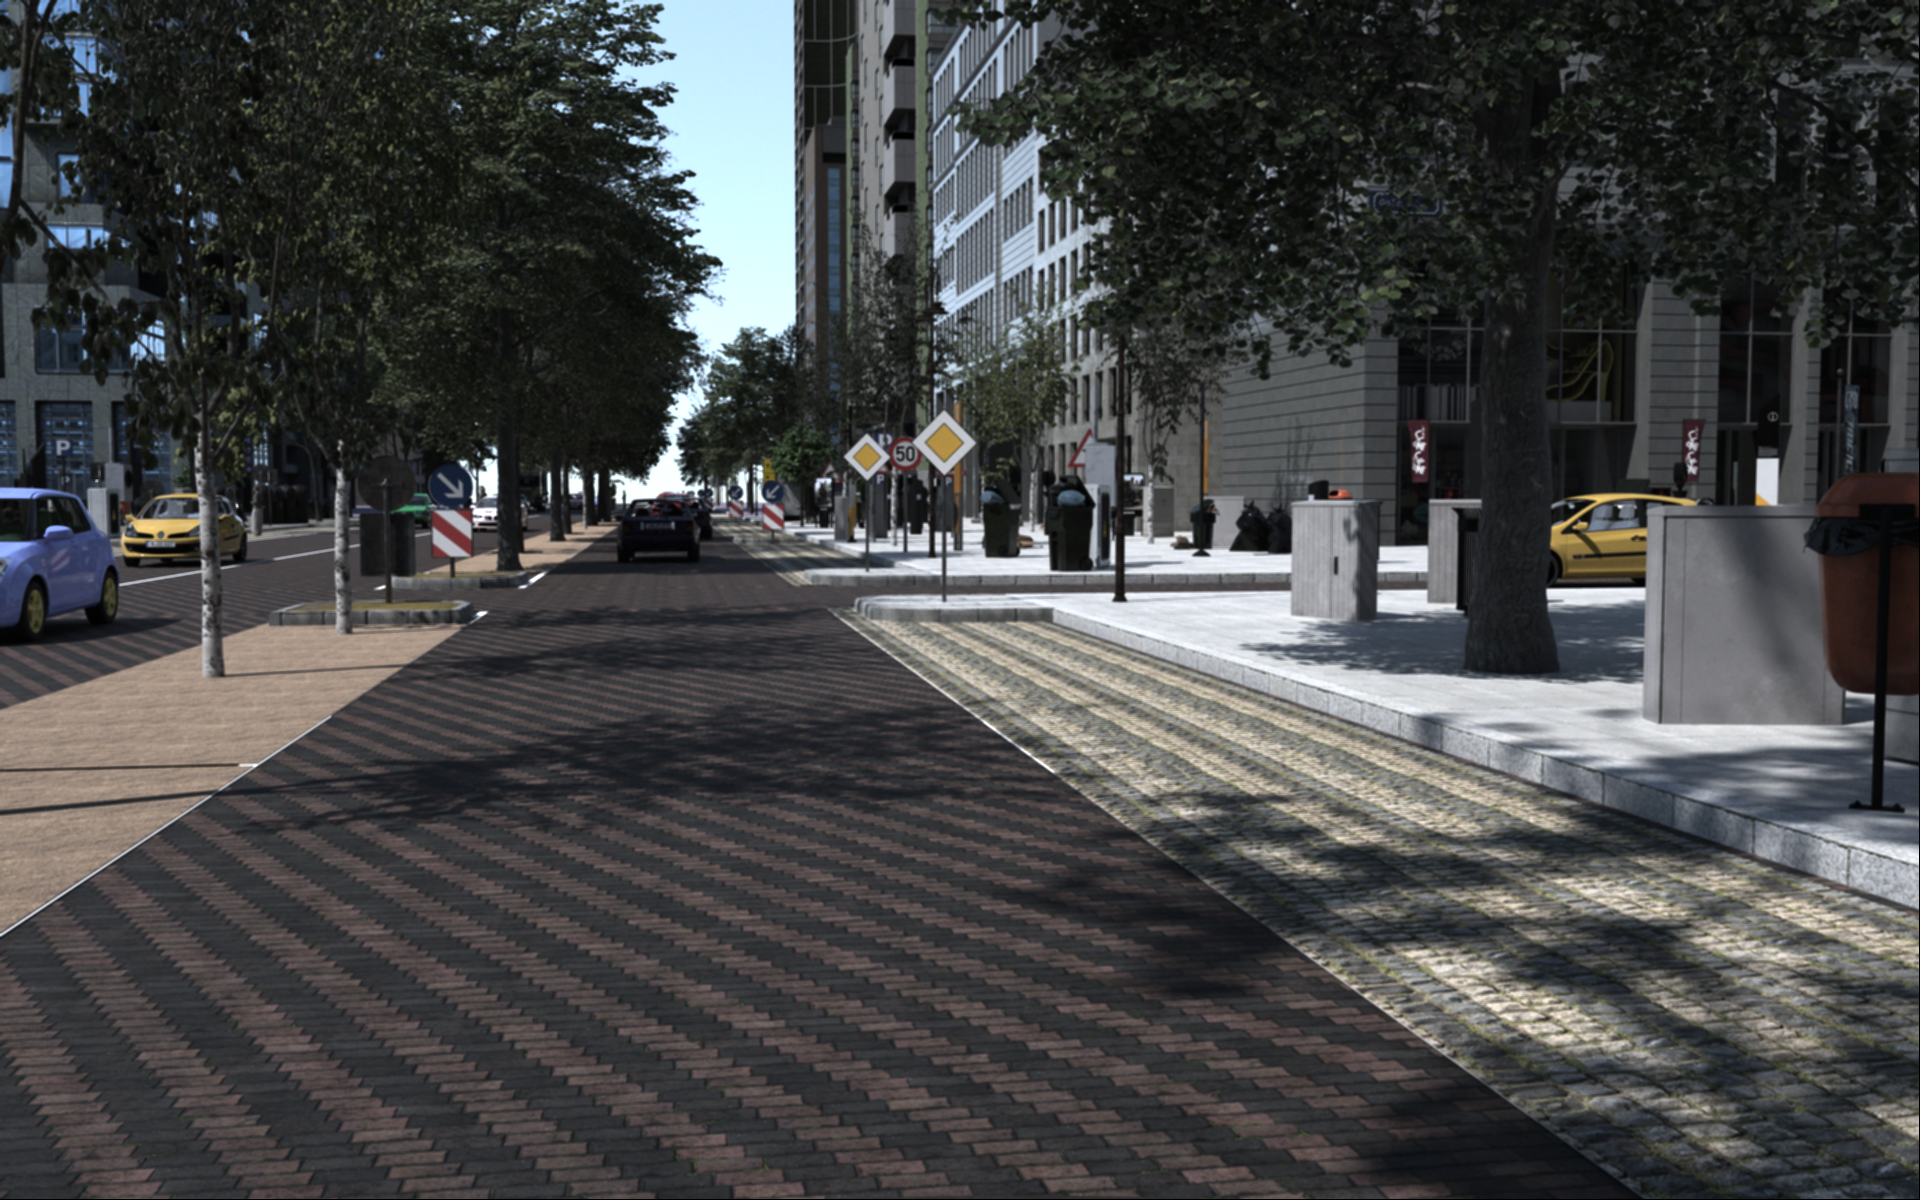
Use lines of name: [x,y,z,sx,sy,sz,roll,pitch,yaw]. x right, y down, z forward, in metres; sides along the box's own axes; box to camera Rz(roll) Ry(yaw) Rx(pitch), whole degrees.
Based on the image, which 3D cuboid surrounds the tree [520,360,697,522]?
tree: [-18.222,-10.301,87.885,9.611,12.733,9.660,0,3,0]

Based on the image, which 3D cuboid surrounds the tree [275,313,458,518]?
tree: [-33.247,-10.303,94.216,9.928,11.665,9.643,0,3,0]

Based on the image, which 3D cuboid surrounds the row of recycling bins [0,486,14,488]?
row of recycling bins: [-50.582,-5.208,92.265,1.069,1.692,3.534,0,4,2]

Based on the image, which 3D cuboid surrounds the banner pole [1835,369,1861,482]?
banner pole: [17.795,-2.741,34.838,0.863,3.779,0.401,-2,4,-29]

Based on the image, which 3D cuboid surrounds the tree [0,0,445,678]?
tree: [-5.759,-3.681,12.998,4.360,8.622,3.978,0,3,0]

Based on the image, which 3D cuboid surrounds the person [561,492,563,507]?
person: [-44.012,-11.130,191.297,1.217,1.723,0.721,3,5,42]

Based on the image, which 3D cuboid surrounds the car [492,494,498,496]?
car: [-28.905,-5.974,109.473,2.131,1.459,4.920,-1,4,-10]

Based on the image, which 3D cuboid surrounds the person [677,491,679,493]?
person: [-40.435,-14.664,248.243,1.348,1.826,0.705,3,5,40]

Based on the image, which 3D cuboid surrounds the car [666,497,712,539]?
car: [-9.000,-2.673,56.283,1.945,1.354,3.894,-1,4,-11]

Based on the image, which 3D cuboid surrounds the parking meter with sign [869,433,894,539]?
parking meter with sign: [-2.343,-3.298,50.189,0.543,3.016,1.738,-1,4,-14]

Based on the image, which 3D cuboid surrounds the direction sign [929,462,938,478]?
direction sign: [-1.129,-5.783,86.543,0.876,3.537,0.379,-2,4,-27]

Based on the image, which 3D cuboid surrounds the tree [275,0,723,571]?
tree: [-8.229,-6.781,31.448,7.486,12.596,7.792,0,3,0]

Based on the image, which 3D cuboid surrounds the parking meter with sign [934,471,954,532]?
parking meter with sign: [-0.486,-3.818,58.686,0.543,3.016,1.738,-1,4,-20]

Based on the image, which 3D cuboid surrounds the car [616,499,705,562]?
car: [-6.559,-1.547,37.878,1.945,1.354,3.894,-1,4,-8]

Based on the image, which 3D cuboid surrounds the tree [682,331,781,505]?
tree: [-26.792,-21.038,199.866,12.611,20.169,13.585,0,3,0]

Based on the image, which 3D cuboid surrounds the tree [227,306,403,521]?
tree: [-30.264,-8.972,81.105,7.601,10.594,8.767,3,5,44]

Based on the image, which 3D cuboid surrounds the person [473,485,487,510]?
person: [-20.356,-3.979,73.734,0.728,1.800,0.709,1,4,22]

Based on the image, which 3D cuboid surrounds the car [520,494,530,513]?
car: [-33.590,-7.294,131.053,2.131,1.459,4.920,-1,4,-9]

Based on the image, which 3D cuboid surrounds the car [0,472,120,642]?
car: [-9.982,-0.498,17.735,1.945,1.707,3.694,-1,4,-10]

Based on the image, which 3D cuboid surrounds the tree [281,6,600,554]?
tree: [-10.766,-7.876,41.602,12.009,13.543,11.850,0,3,0]

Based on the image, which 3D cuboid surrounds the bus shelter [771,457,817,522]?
bus shelter: [-7.558,-5.249,79.739,2.014,3.302,5.546,-1,4,-9]

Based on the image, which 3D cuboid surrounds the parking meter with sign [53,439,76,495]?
parking meter with sign: [-28.686,-3.636,55.701,0.543,3.016,1.738,-1,4,-20]

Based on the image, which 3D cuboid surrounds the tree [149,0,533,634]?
tree: [-6.351,-3.962,17.604,4.737,8.622,4.395,0,3,0]

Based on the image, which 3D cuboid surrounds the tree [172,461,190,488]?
tree: [-41.530,-6.030,93.197,1.663,3.219,1.824,0,3,0]

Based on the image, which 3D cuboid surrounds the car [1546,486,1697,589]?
car: [9.721,-1.013,26.792,3.980,1.641,2.015,-1,4,-9]

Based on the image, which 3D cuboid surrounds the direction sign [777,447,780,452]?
direction sign: [-8.535,-5.610,83.723,0.876,3.537,0.379,3,5,40]

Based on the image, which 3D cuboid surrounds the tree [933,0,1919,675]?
tree: [3.913,-6.458,12.250,9.857,13.997,8.962,0,3,0]

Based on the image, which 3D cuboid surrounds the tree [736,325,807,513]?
tree: [-13.658,-12.125,116.373,7.486,12.596,7.792,0,3,0]

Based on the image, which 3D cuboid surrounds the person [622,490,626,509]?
person: [-32.921,-9.854,169.702,0.705,1.814,1.350,0,4,0]

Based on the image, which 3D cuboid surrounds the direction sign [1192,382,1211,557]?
direction sign: [4.981,-2.669,35.639,0.379,3.537,0.876,0,4,5]

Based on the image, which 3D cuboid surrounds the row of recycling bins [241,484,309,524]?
row of recycling bins: [-29.417,-4.144,74.861,1.069,1.692,3.534,1,4,11]

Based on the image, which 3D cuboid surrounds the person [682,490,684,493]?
person: [-30.605,-11.214,191.814,0.705,1.831,1.348,-2,4,-30]

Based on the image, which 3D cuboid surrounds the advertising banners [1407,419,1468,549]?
advertising banners: [11.394,-2.688,40.143,2.074,3.025,0.090,2,4,25]

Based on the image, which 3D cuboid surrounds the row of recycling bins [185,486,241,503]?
row of recycling bins: [-38.182,-4.974,88.446,3.534,1.692,1.069,1,4,19]

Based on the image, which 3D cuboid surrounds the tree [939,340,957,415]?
tree: [1.198,-7.436,71.943,4.737,8.622,4.395,0,3,0]

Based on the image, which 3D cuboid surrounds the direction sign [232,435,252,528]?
direction sign: [-27.500,-4.549,66.377,0.876,3.537,0.379,1,4,16]

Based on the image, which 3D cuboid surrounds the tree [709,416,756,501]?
tree: [-19.248,-12.043,147.259,4.360,8.622,3.978,0,3,0]

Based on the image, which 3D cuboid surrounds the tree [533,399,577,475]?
tree: [-16.618,-10.298,77.482,9.857,13.997,8.962,0,3,0]

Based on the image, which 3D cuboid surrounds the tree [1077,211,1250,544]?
tree: [5.164,-5.755,44.451,4.360,8.622,3.978,0,3,0]

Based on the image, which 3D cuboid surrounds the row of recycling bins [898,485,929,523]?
row of recycling bins: [-2.460,-4.340,78.076,1.069,1.692,3.534,-2,4,-26]

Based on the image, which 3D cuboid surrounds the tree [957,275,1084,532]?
tree: [2.370,-6.615,58.525,4.737,8.622,4.395,0,3,0]

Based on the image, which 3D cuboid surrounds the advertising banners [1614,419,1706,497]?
advertising banners: [16.362,-2.711,40.513,2.074,3.025,0.090,0,4,1]

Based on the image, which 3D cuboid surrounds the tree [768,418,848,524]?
tree: [-6.581,-5.590,75.111,4.285,4.588,4.351,0,3,0]

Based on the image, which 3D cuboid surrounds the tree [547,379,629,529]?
tree: [-15.100,-7.140,69.551,4.360,8.622,3.978,0,3,0]

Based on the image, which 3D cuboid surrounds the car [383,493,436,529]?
car: [-23.063,-3.908,72.686,1.959,1.807,4.718,-1,4,-11]

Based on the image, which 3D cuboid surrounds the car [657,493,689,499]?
car: [-12.347,-4.012,74.632,2.155,1.783,4.494,-1,4,-11]

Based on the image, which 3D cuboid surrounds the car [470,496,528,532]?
car: [-17.776,-3.333,66.858,2.083,1.381,4.827,-1,4,-9]

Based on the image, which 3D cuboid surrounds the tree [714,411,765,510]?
tree: [-16.477,-11.289,134.939,4.737,8.622,4.395,0,3,0]

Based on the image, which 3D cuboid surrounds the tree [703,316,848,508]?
tree: [-9.250,-9.540,90.390,7.601,10.594,8.767,-1,4,-10]

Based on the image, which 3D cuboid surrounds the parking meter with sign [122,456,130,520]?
parking meter with sign: [-37.933,-5.022,78.366,1.738,3.016,0.543,2,4,26]

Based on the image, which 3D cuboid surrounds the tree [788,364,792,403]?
tree: [-3.834,-6.541,57.306,4.360,8.622,3.978,0,3,0]

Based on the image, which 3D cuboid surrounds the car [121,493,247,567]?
car: [-15.902,-1.551,35.577,2.015,1.641,3.980,-1,4,-11]

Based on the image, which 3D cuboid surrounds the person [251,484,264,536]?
person: [-23.834,-3.036,58.687,0.362,1.759,0.519,1,4,10]

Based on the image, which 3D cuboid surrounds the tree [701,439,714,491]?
tree: [-25.631,-14.412,185.993,4.737,8.622,4.395,0,3,0]

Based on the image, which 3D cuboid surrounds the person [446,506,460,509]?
person: [-13.111,-2.213,44.952,0.793,1.790,0.793,-3,5,-43]

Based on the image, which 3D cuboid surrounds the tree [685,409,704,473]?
tree: [-21.817,-13.974,162.890,8.767,10.594,7.601,0,4,-1]

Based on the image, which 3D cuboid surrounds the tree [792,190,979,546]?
tree: [-1.616,-5.651,42.761,4.360,8.622,3.978,0,3,0]
